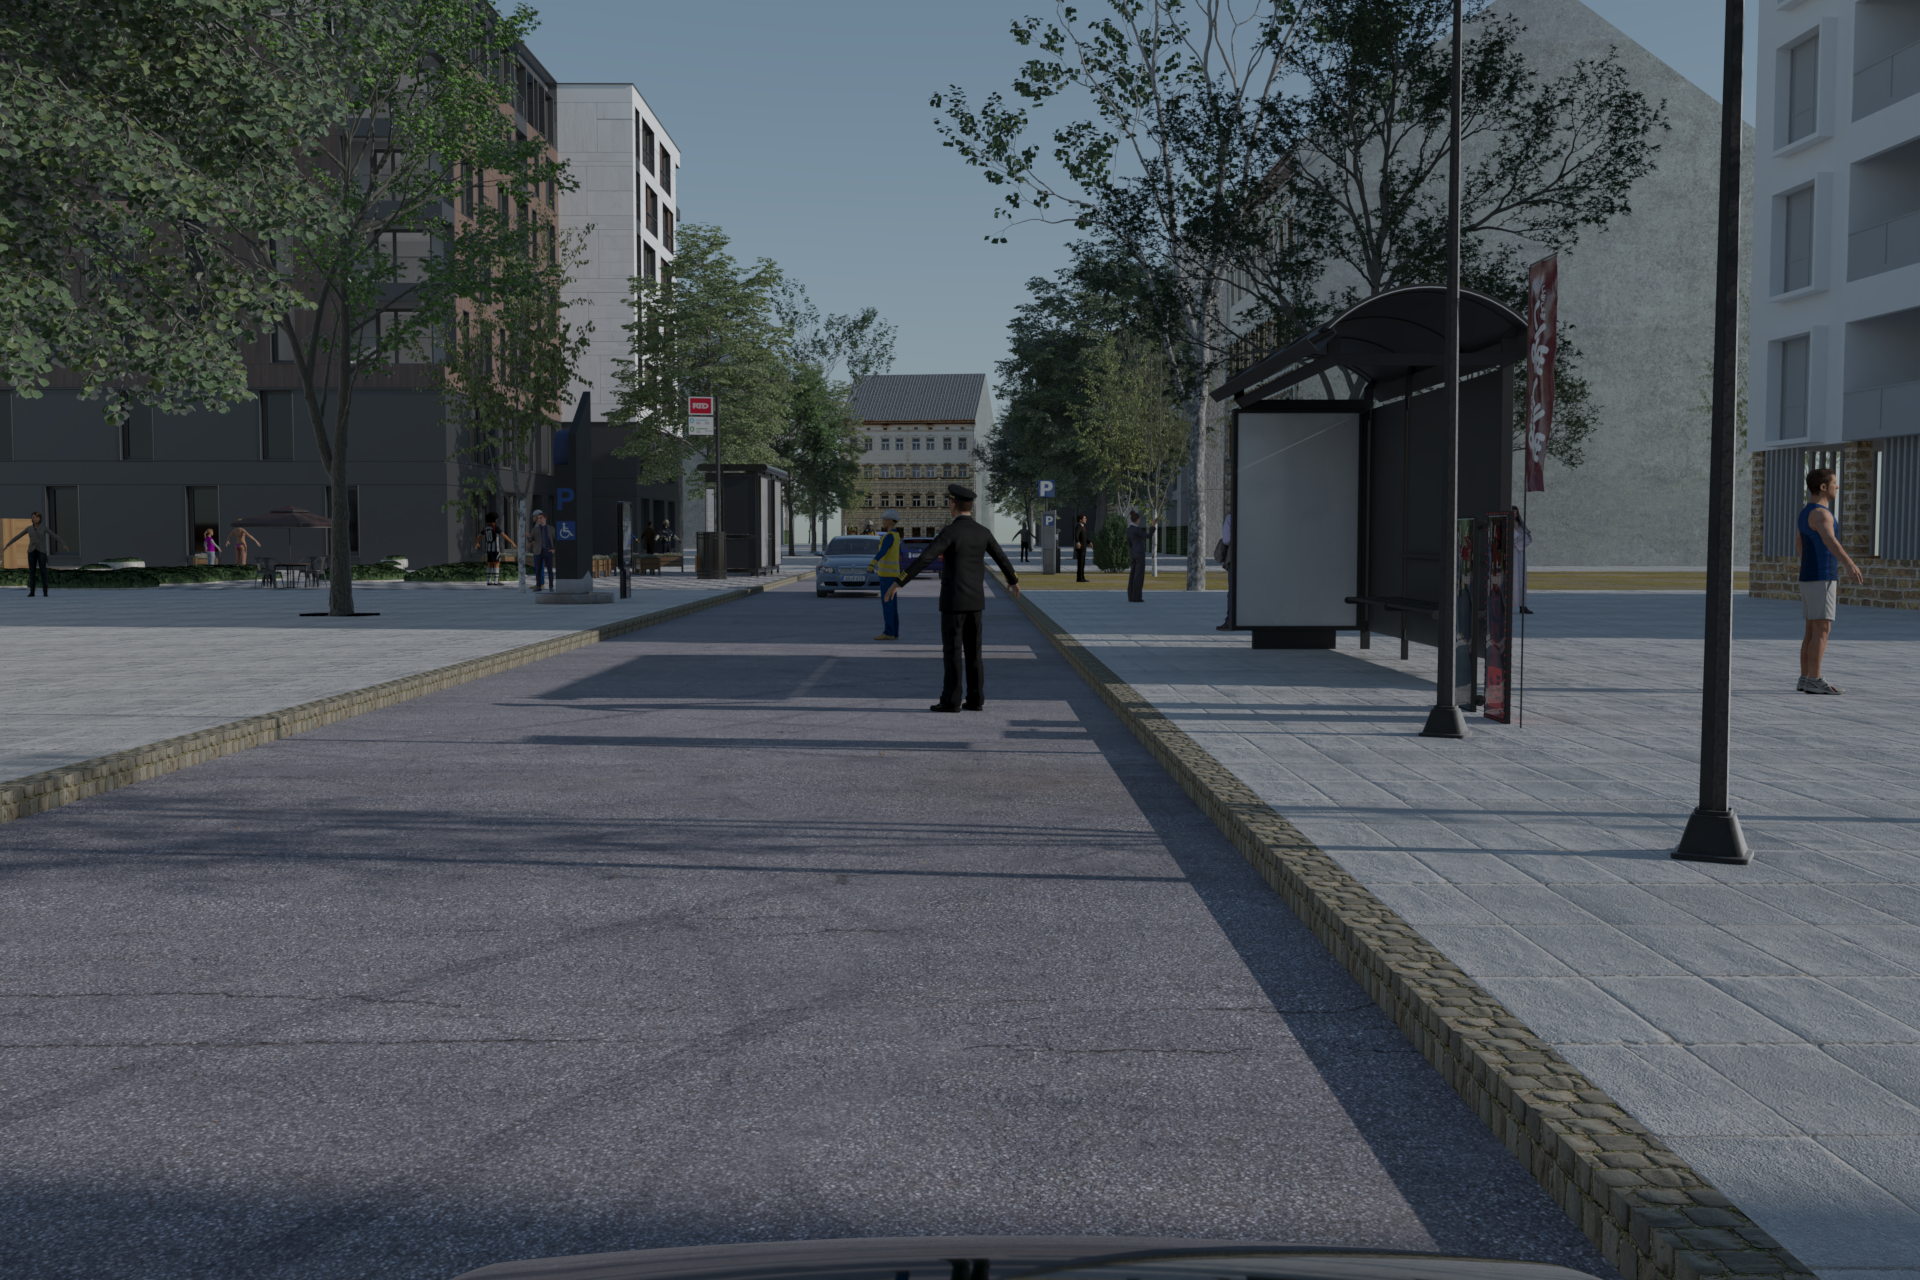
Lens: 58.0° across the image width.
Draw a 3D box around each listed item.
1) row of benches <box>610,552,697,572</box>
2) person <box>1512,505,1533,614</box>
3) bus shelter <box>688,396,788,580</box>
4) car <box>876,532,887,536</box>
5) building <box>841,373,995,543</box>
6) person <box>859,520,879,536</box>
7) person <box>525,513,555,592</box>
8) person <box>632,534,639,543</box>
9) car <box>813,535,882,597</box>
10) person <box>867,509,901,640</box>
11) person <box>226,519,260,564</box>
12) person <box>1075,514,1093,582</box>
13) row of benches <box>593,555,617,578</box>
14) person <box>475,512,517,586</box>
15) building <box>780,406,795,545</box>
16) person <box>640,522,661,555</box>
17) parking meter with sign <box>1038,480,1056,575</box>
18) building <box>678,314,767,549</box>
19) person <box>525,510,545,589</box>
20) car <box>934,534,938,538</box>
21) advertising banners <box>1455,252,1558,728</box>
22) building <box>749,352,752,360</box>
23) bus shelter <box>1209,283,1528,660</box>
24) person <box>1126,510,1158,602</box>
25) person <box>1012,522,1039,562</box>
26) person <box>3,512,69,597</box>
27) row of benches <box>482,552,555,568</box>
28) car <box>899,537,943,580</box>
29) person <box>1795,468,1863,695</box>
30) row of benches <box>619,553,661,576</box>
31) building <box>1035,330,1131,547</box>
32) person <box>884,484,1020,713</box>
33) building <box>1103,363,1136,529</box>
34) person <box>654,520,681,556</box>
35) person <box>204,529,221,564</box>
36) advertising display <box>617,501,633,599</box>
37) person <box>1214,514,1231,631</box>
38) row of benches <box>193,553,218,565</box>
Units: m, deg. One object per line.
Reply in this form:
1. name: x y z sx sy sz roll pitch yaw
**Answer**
1. row of benches: -9.965 -2.635 58.538 4.104 0.672 1.422 0 4 -8
2. person: 8.905 -1.297 27.918 0.551 1.740 0.621 -2 4 -23
3. bus shelter: -6.807 -4.614 53.074 2.179 5.291 8.768 0 4 0
4. car: -3.011 -3.362 64.566 1.945 1.707 3.694 0 3 0
5. building: -5.457 -24.659 236.564 18.063 23.208 19.493 1 4 9
6. person: -2.736 -2.692 52.247 1.354 1.858 0.705 -1 4 -15
7. person: -9.281 -1.947 38.407 0.617 1.759 0.750 0 4 4
8. person: -13.480 -3.930 70.216 0.705 1.833 1.349 2 4 23
9. car: -2.402 -1.757 40.731 2.014 1.417 4.499 0 4 -1
10. person: -1.035 -0.891 23.488 0.721 1.772 1.216 1 4 13
11. person: -21.322 -2.731 51.463 1.217 1.733 0.721 1 4 19
12. person: 3.262 -2.445 46.168 0.705 1.806 1.347 1 4 19
13. row of benches: -10.831 -2.169 50.922 1.422 0.672 4.104 0 4 1
14. person: -11.572 -2.254 43.002 1.345 1.843 0.704 2 4 28
15. building: -29.979 -21.078 211.089 16.747 18.905 31.486 0 4 0
16. person: -13.171 -4.136 73.756 1.346 1.812 0.704 2 4 35
17. parking meter with sign: 2.798 -3.606 55.218 0.543 3.016 1.738 0 4 -1
18. building: -28.096 -20.242 161.885 19.493 23.208 18.063 0 4 -1
19. person: -9.915 -2.128 40.650 0.705 1.847 1.347 0 4 1
20. car: -1.103 -6.917 121.893 1.959 1.807 4.718 0 4 0
21. advertising banners: 3.695 -0.958 11.853 0.090 3.025 2.074 0 3 0
22. building: -25.694 -19.425 174.024 16.016 20.090 11.380 0 4 0
23. bus shelter: 3.798 -1.397 16.762 2.014 3.302 5.546 0 3 0
24. person: 3.449 -1.576 32.610 0.742 1.727 0.445 2 4 32
25. person: 2.959 -4.467 79.168 1.348 1.813 0.705 2 4 25
26. person: -18.840 -1.747 35.330 1.215 1.744 0.721 -1 4 -15
27. row of benches: -14.222 -2.566 57.413 4.104 0.672 1.422 2 4 29
28. car: -1.284 -2.646 55.845 1.945 1.354 3.894 0 4 -1
29. person: 6.944 -0.476 13.950 0.704 1.807 1.345 1 4 11
30. row of benches: -10.217 -2.433 55.236 1.422 0.672 4.104 -1 4 -20
31. building: 22.098 -21.169 190.085 27.936 21.610 32.646 0 4 0
32. person: -0.004 -0.343 13.999 1.347 1.837 0.705 -3 4 -37
33. building: 23.244 -20.400 164.475 19.493 23.208 18.063 0 4 -1
34. person: -11.822 -3.914 69.775 0.705 1.856 1.354 3 5 43
35. person: -21.741 -2.515 50.379 0.991 1.433 0.599 3 5 44
36. advertising display: -6.692 -1.797 34.599 0.123 1.923 0.974 0 4 0
37. person: 3.713 -1.046 23.017 0.709 1.838 0.599 -1 4 -10
38. row of benches: -23.786 -2.392 54.568 1.422 0.672 4.104 -2 4 -25
